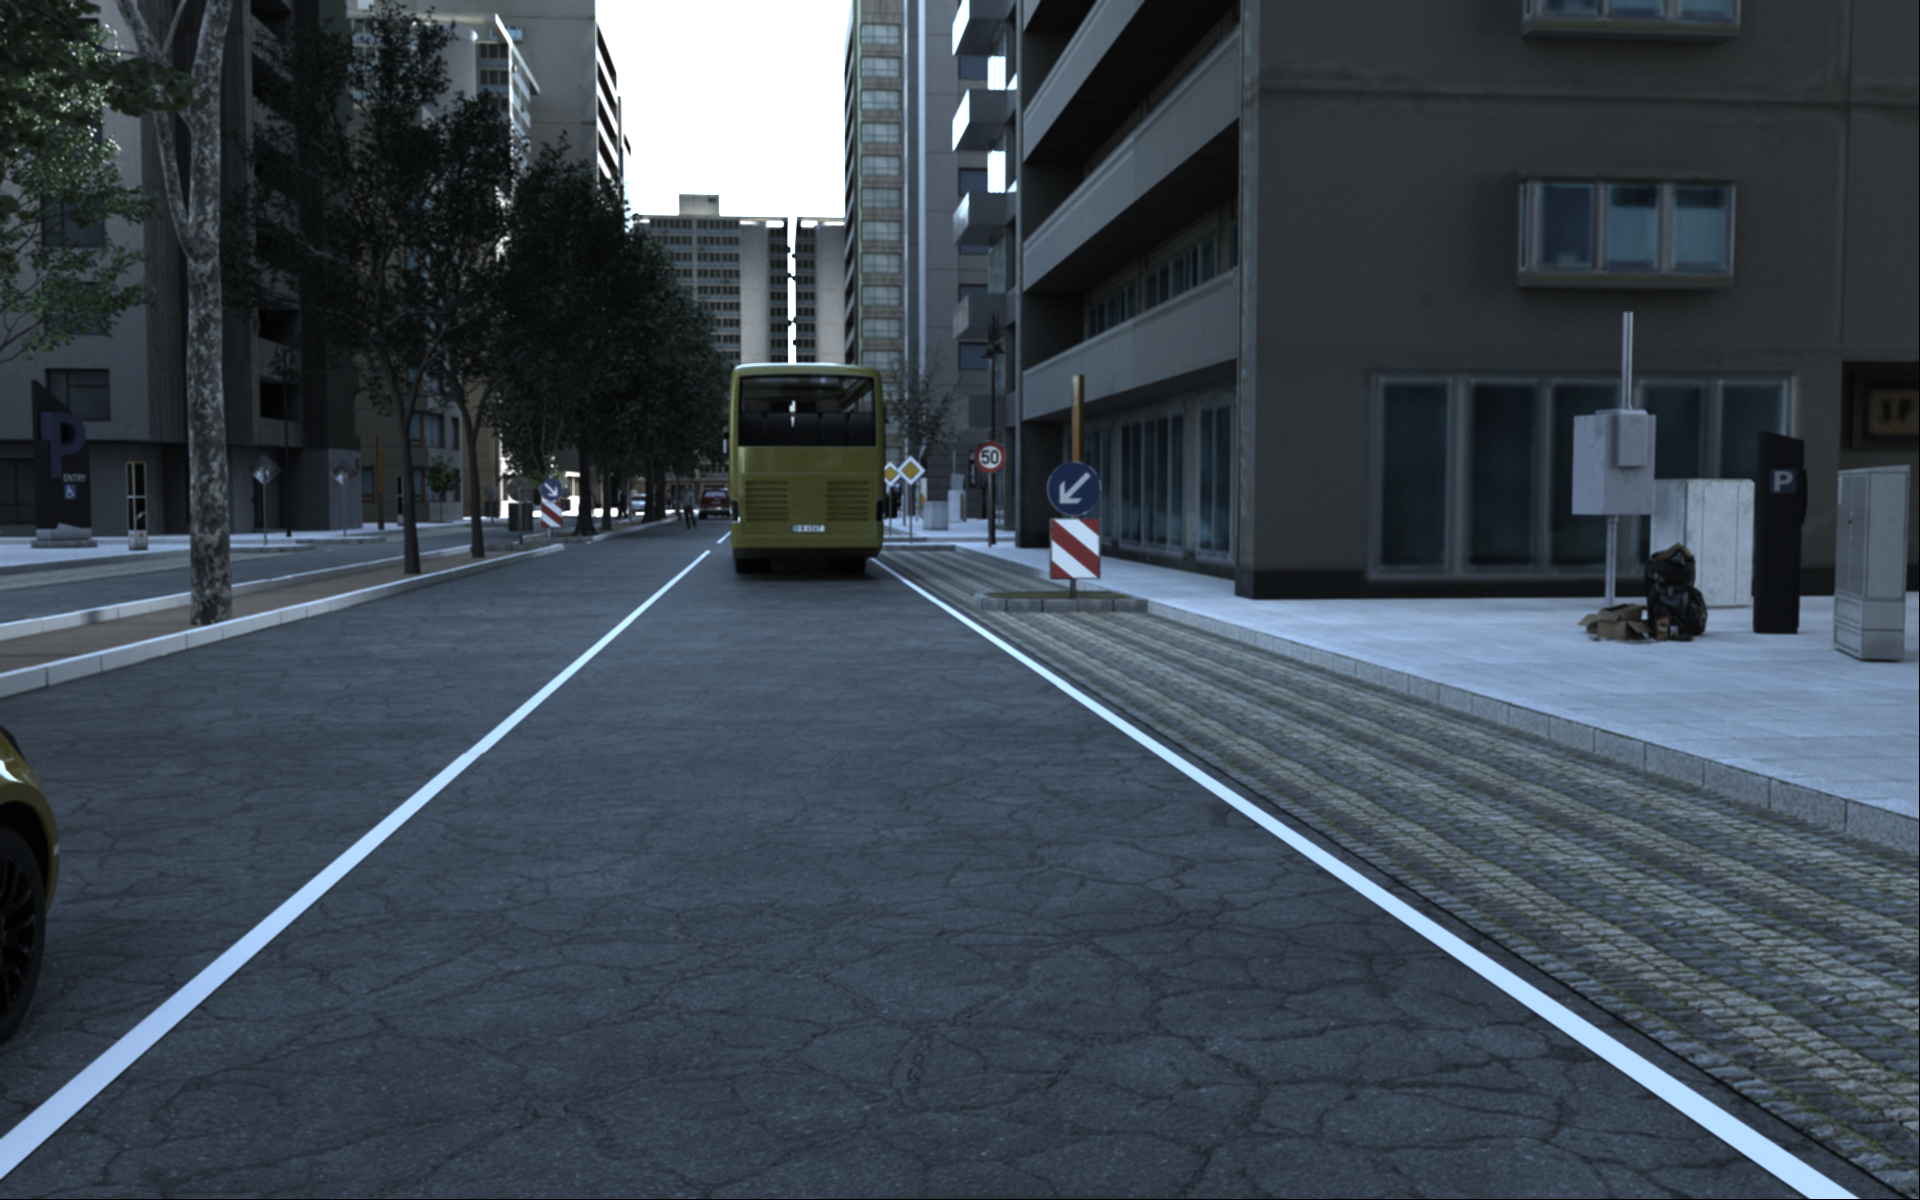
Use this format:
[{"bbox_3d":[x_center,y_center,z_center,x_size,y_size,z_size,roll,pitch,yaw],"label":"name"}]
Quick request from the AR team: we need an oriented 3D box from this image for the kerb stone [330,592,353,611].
[{"bbox_3d":[-7.769,0.040,21.551,0.120,0.150,1.000,0,4,-6],"label":"kerb stone"}]

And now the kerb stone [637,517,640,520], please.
[{"bbox_3d":[-17.657,-4.408,94.267,0.120,0.150,1.000,0,4,-6],"label":"kerb stone"}]

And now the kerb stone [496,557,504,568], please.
[{"bbox_3d":[-9.084,-0.707,33.754,0.120,0.150,1.000,0,4,-6],"label":"kerb stone"}]

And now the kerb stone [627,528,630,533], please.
[{"bbox_3d":[-12.189,-2.488,62.875,0.120,0.150,1.000,0,4,-6],"label":"kerb stone"}]

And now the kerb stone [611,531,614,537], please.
[{"bbox_3d":[-11.537,-2.111,56.766,0.120,0.150,1.000,0,4,-6],"label":"kerb stone"}]

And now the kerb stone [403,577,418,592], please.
[{"bbox_3d":[-8.218,-0.209,25.619,0.120,0.150,1.000,0,4,-6],"label":"kerb stone"}]

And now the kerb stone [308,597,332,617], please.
[{"bbox_3d":[-7.666,0.104,20.533,0.120,0.150,1.000,0,4,-6],"label":"kerb stone"}]

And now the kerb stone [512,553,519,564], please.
[{"bbox_3d":[-9.292,-0.831,35.787,0.120,0.150,1.000,0,4,-6],"label":"kerb stone"}]

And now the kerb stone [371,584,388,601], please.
[{"bbox_3d":[-7.993,-0.085,23.587,0.120,0.150,1.000,0,4,-6],"label":"kerb stone"}]

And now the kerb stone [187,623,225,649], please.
[{"bbox_3d":[-7.234,0.354,16.455,0.120,0.150,1.000,0,4,-6],"label":"kerb stone"}]

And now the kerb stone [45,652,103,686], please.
[{"bbox_3d":[-6.905,0.541,13.400,0.120,0.150,1.000,0,4,-6],"label":"kerb stone"}]

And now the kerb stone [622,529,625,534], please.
[{"bbox_3d":[-11.970,-2.359,60.838,0.120,0.150,1.000,0,4,-6],"label":"kerb stone"}]

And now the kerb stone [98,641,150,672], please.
[{"bbox_3d":[-7.012,0.480,14.416,0.120,0.150,1.000,0,4,-6],"label":"kerb stone"}]

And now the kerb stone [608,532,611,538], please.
[{"bbox_3d":[-11.430,-2.052,55.749,0.120,0.150,1.000,0,4,-6],"label":"kerb stone"}]

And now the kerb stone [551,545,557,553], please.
[{"bbox_3d":[-9.947,-1.203,41.904,0.120,0.150,1.000,0,4,-6],"label":"kerb stone"}]

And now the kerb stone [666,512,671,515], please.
[{"bbox_3d":[-20.925,-6.277,124.832,0.120,0.150,1.000,0,4,-6],"label":"kerb stone"}]

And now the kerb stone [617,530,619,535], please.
[{"bbox_3d":[-11.757,-2.239,58.805,0.120,0.150,1.000,0,4,-6],"label":"kerb stone"}]

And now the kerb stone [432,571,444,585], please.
[{"bbox_3d":[-8.432,-0.334,27.656,0.120,0.150,1.000,0,4,-6],"label":"kerb stone"}]

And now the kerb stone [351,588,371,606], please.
[{"bbox_3d":[-7.889,-0.023,22.570,0.120,0.150,1.000,0,4,-6],"label":"kerb stone"}]

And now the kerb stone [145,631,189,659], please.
[{"bbox_3d":[-7.127,0.418,15.432,0.120,0.150,1.000,0,4,-6],"label":"kerb stone"}]

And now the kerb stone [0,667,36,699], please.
[{"bbox_3d":[-6.802,0.602,12.368,0.120,0.150,1.000,0,4,-6],"label":"kerb stone"}]

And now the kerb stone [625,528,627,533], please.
[{"bbox_3d":[-12.081,-2.426,61.854,0.120,0.150,1.000,0,4,-6],"label":"kerb stone"}]

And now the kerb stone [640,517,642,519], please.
[{"bbox_3d":[-17.760,-4.469,95.286,0.120,0.150,1.000,0,4,-6],"label":"kerb stone"}]

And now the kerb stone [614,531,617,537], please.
[{"bbox_3d":[-11.643,-2.174,57.789,0.120,0.150,1.000,0,4,-6],"label":"kerb stone"}]

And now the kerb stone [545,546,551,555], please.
[{"bbox_3d":[-9.843,-1.143,40.887,0.120,0.150,1.000,0,4,-6],"label":"kerb stone"}]

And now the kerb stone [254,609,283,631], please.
[{"bbox_3d":[-7.459,0.230,18.488,0.120,0.150,1.000,0,4,-6],"label":"kerb stone"}]

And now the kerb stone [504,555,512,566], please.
[{"bbox_3d":[-9.187,-0.768,34.771,0.120,0.150,1.000,0,4,-6],"label":"kerb stone"}]

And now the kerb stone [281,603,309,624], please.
[{"bbox_3d":[-7.561,0.164,19.507,0.120,0.150,1.000,0,4,-6],"label":"kerb stone"}]

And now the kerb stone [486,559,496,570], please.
[{"bbox_3d":[-8.971,-0.645,32.738,0.120,0.150,1.000,0,4,-6],"label":"kerb stone"}]

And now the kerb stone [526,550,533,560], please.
[{"bbox_3d":[-9.516,-0.956,37.830,0.120,0.150,1.000,0,4,-6],"label":"kerb stone"}]

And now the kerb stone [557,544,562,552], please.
[{"bbox_3d":[-10.061,-1.264,42.920,0.120,0.150,1.000,0,4,-6],"label":"kerb stone"}]

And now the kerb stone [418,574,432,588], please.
[{"bbox_3d":[-8.321,-0.272,26.636,0.120,0.150,1.000,0,4,-6],"label":"kerb stone"}]

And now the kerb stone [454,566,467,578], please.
[{"bbox_3d":[-8.640,-0.457,29.690,0.120,0.150,1.000,0,4,-6],"label":"kerb stone"}]

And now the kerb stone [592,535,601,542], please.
[{"bbox_3d":[-11.101,-1.862,52.688,0.120,0.150,1.000,0,4,-6],"label":"kerb stone"}]

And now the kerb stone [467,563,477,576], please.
[{"bbox_3d":[-8.751,-0.520,30.706,0.120,0.150,1.000,0,4,-6],"label":"kerb stone"}]

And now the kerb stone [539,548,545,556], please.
[{"bbox_3d":[-9.731,-1.081,39.868,0.120,0.150,1.000,0,4,-6],"label":"kerb stone"}]

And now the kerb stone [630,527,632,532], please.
[{"bbox_3d":[-12.300,-2.551,63.901,0.120,0.150,1.000,0,4,-6],"label":"kerb stone"}]

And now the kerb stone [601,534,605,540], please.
[{"bbox_3d":[-11.206,-1.927,53.710,0.120,0.150,1.000,0,4,-6],"label":"kerb stone"}]

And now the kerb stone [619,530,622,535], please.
[{"bbox_3d":[-11.863,-2.301,59.821,0.120,0.150,1.000,0,4,-6],"label":"kerb stone"}]

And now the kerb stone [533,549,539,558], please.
[{"bbox_3d":[-9.623,-1.015,38.852,0.120,0.150,1.000,0,4,-6],"label":"kerb stone"}]

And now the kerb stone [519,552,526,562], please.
[{"bbox_3d":[-9.405,-0.894,36.812,0.120,0.150,1.000,0,4,-6],"label":"kerb stone"}]

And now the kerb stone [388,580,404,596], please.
[{"bbox_3d":[-8.099,-0.147,24.604,0.120,0.150,1.000,0,4,-6],"label":"kerb stone"}]

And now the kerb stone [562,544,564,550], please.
[{"bbox_3d":[-10.170,-1.330,43.936,0.120,0.150,1.000,0,4,-6],"label":"kerb stone"}]

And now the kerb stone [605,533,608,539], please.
[{"bbox_3d":[-11.326,-1.985,54.732,0.120,0.150,1.000,0,4,-6],"label":"kerb stone"}]

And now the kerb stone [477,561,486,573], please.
[{"bbox_3d":[-8.870,-0.581,31.721,0.120,0.150,1.000,0,4,-6],"label":"kerb stone"}]

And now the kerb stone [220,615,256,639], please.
[{"bbox_3d":[-7.343,0.289,17.472,0.120,0.150,1.000,0,4,-6],"label":"kerb stone"}]

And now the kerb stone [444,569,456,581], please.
[{"bbox_3d":[-8.543,-0.390,28.672,0.120,0.150,1.000,0,4,-6],"label":"kerb stone"}]
